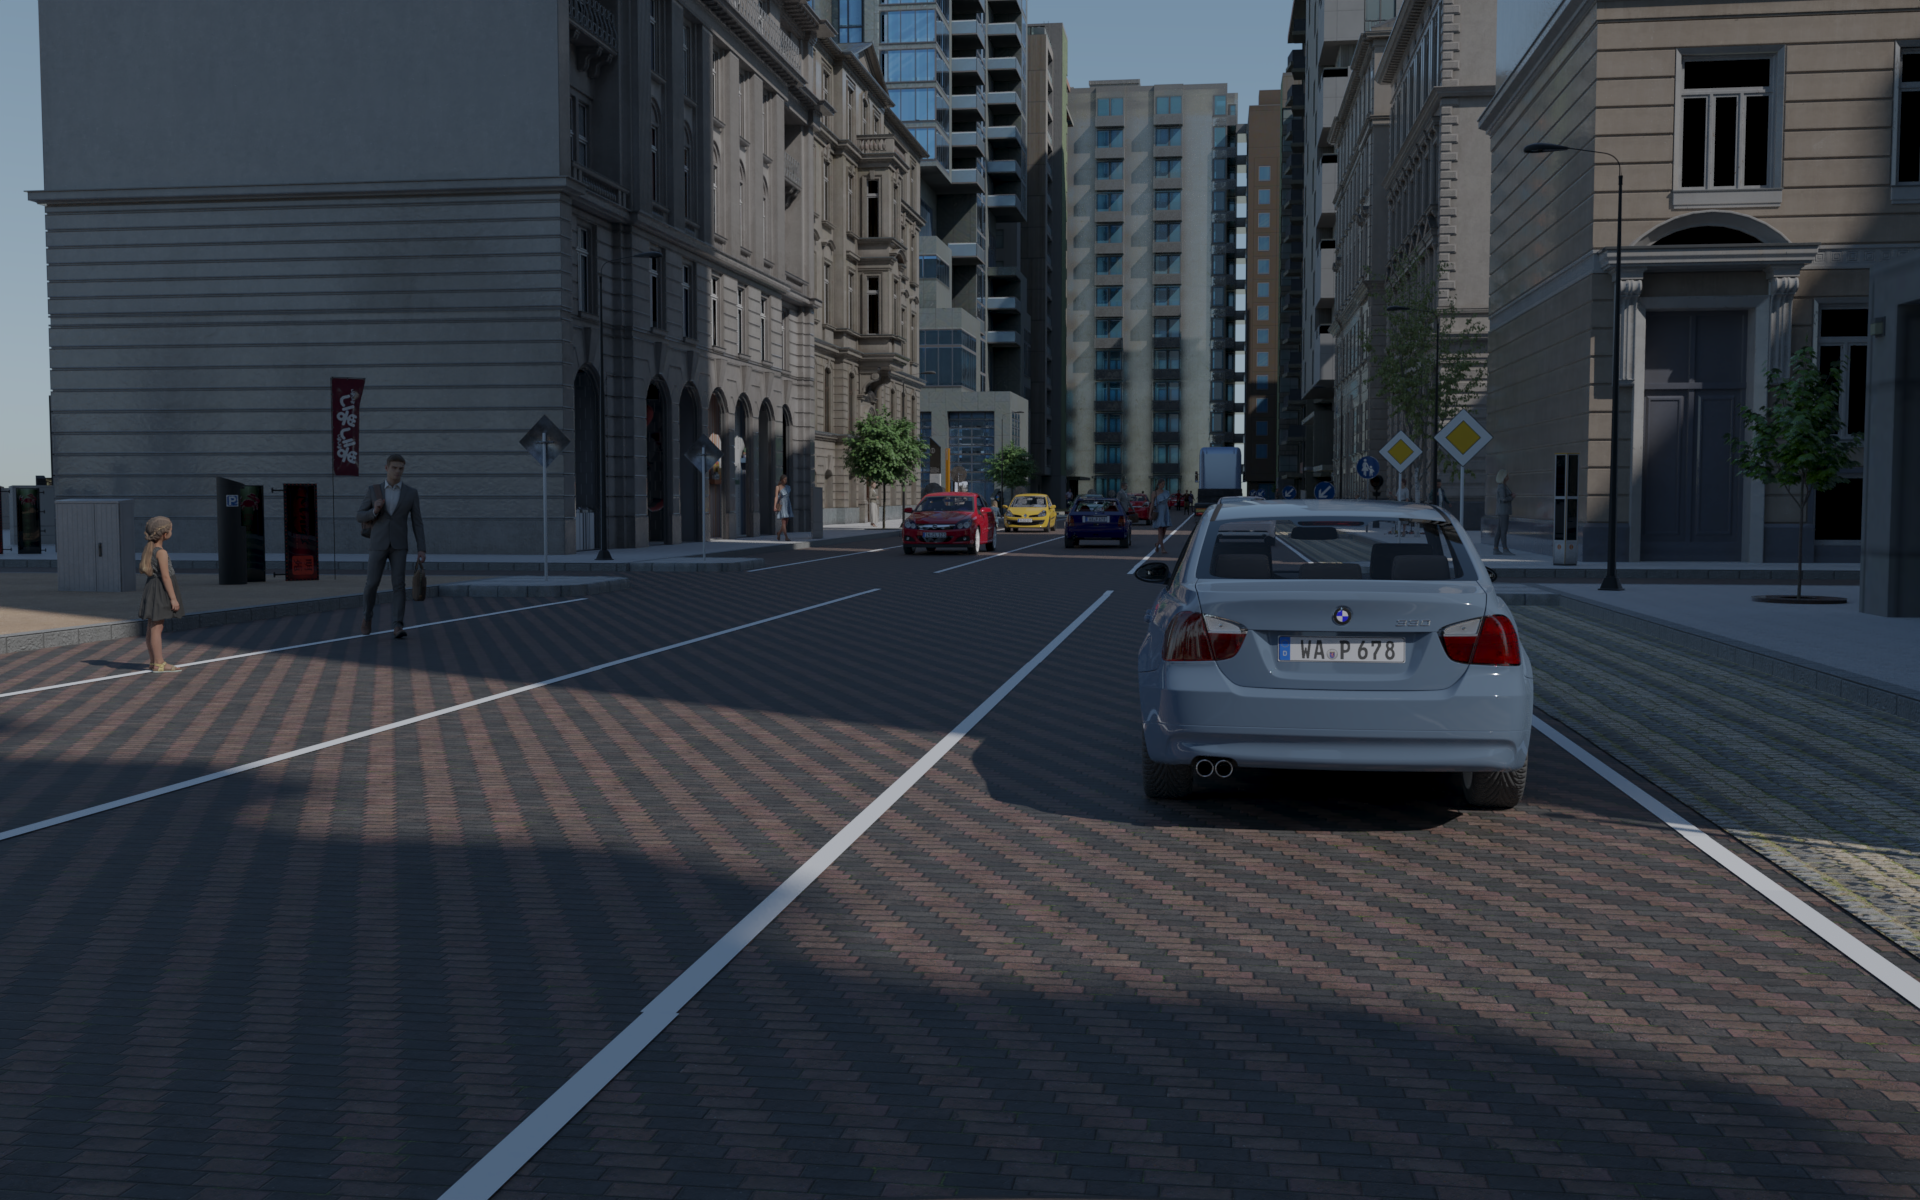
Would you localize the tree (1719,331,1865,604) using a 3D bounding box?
[{"bbox_3d":[10.131,-1.590,20.592,1.663,3.219,1.824,0,3,0],"label":"tree"}]

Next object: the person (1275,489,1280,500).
[{"bbox_3d":[27.354,-8.699,148.795,0.750,1.759,0.617,3,5,42],"label":"person"}]

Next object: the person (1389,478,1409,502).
[{"bbox_3d":[13.163,-2.769,51.881,0.524,1.755,0.480,-2,4,-35],"label":"person"}]

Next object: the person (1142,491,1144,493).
[{"bbox_3d":[17.406,-9.465,163.967,0.721,1.736,1.217,1,4,10],"label":"person"}]

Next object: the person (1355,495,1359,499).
[{"bbox_3d":[17.085,-3.895,74.400,0.373,1.253,0.362,-3,5,-41],"label":"person"}]

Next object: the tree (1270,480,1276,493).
[{"bbox_3d":[33.469,-11.425,181.405,1.663,3.219,1.824,0,3,0],"label":"tree"}]

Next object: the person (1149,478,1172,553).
[{"bbox_3d":[4.814,-2.034,41.854,0.616,1.811,0.778,-1,4,-16],"label":"person"}]

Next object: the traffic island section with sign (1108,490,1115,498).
[{"bbox_3d":[14.231,-9.359,161.649,1.989,1.847,2.006,1,4,8],"label":"traffic island section with sign"}]

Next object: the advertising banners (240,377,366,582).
[{"bbox_3d":[-9.766,-1.795,25.543,2.074,3.025,0.090,-3,4,-38],"label":"advertising banners"}]

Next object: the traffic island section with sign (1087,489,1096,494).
[{"bbox_3d":[10.305,-7.728,134.980,1.989,1.847,2.006,1,4,8],"label":"traffic island section with sign"}]

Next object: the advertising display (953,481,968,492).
[{"bbox_3d":[0.027,-4.734,82.615,0.123,1.923,0.974,3,5,43],"label":"advertising display"}]

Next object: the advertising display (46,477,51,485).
[{"bbox_3d":[-35.057,-3.787,67.130,0.974,1.923,0.123,-1,4,-8],"label":"advertising display"}]

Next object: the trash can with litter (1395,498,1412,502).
[{"bbox_3d":[14.581,-2.706,55.305,2.233,1.210,1.678,0,4,5],"label":"trash can with litter"}]

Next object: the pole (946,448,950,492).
[{"bbox_3d":[-0.546,-5.100,77.226,0.158,3.312,0.155,0,3,0],"label":"pole"}]

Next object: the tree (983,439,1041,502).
[{"bbox_3d":[3.117,-7.215,101.673,4.285,4.588,4.351,0,3,0],"label":"tree"}]

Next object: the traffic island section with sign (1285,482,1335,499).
[{"bbox_3d":[11.665,-2.908,56.166,1.989,1.847,2.006,1,4,8],"label":"traffic island section with sign"}]

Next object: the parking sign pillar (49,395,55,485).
[{"bbox_3d":[-24.537,-3.635,47.911,1.447,3.967,1.447,1,4,8],"label":"parking sign pillar"}]

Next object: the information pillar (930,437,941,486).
[{"bbox_3d":[-1.021,-4.865,70.893,0.504,3.616,0.183,2,4,28],"label":"information pillar"}]

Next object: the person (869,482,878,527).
[{"bbox_3d":[-3.369,-3.748,67.876,0.362,1.759,0.519,1,4,12],"label":"person"}]

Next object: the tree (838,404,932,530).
[{"bbox_3d":[-2.739,-4.835,62.760,4.285,4.588,4.351,0,3,0],"label":"tree"}]

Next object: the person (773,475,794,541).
[{"bbox_3d":[-4.853,-2.511,47.200,0.616,1.811,0.778,-3,4,-36],"label":"person"}]

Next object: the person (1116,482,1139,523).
[{"bbox_3d":[5.243,-2.857,55.340,0.853,1.813,0.709,2,4,31],"label":"person"}]

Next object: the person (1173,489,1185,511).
[{"bbox_3d":[18.673,-8.522,147.779,1.348,1.831,0.705,-2,4,-29],"label":"person"}]

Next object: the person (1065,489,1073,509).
[{"bbox_3d":[9.220,-8.495,145.870,0.756,1.711,0.436,-1,4,-19],"label":"person"}]

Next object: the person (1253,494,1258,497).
[{"bbox_3d":[23.218,-7.562,135.329,0.799,1.438,0.628,1,4,21],"label":"person"}]

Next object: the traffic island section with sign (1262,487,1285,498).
[{"bbox_3d":[15.600,-4.539,82.834,1.989,1.847,2.006,1,4,8],"label":"traffic island section with sign"}]

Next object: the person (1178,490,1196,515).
[{"bbox_3d":[15.573,-6.726,118.985,1.217,1.766,0.721,1,4,10],"label":"person"}]

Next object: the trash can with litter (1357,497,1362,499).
[{"bbox_3d":[15.783,-3.584,69.981,1.055,1.170,0.624,1,4,11],"label":"trash can with litter"}]

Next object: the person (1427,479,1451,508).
[{"bbox_3d":[15.675,-3.082,56.781,0.623,1.781,0.721,-3,4,-36],"label":"person"}]

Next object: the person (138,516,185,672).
[{"bbox_3d":[-6.456,-0.052,14.015,0.373,1.253,0.362,-3,4,-39],"label":"person"}]

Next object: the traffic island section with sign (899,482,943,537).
[{"bbox_3d":[-0.918,-3.059,58.643,1.989,1.847,2.006,1,4,8],"label":"traffic island section with sign"}]

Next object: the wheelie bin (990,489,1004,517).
[{"bbox_3d":[2.129,-5.544,98.545,0.693,1.594,0.980,-1,4,-22],"label":"wheelie bin"}]

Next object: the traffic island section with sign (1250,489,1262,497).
[{"bbox_3d":[26.867,-9.223,159.431,1.989,1.847,2.006,1,4,8],"label":"traffic island section with sign"}]

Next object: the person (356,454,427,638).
[{"bbox_3d":[-5.692,-0.542,17.324,0.622,1.834,0.822,-2,4,-32],"label":"person"}]

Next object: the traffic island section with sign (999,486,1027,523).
[{"bbox_3d":[2.999,-4.690,85.313,1.989,1.847,2.006,1,4,8],"label":"traffic island section with sign"}]

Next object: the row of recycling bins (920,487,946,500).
[{"bbox_3d":[-2.013,-5.547,97.807,1.069,1.692,3.534,-3,5,-41],"label":"row of recycling bins"}]

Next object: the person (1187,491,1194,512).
[{"bbox_3d":[18.321,-7.834,137.500,0.541,1.710,0.530,3,5,40],"label":"person"}]

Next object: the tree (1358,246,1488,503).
[{"bbox_3d":[13.632,-6.162,51.111,4.737,8.622,4.395,0,3,0],"label":"tree"}]

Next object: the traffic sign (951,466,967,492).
[{"bbox_3d":[-0.072,-4.773,78.146,0.768,2.556,0.104,1,4,18],"label":"traffic sign"}]

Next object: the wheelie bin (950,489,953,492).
[{"bbox_3d":[-0.611,-5.822,103.095,0.693,1.594,0.980,-1,4,-11],"label":"wheelie bin"}]

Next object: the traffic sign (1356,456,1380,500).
[{"bbox_3d":[13.666,-3.547,58.100,0.768,2.556,0.104,1,4,9],"label":"traffic sign"}]

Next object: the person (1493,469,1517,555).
[{"bbox_3d":[11.496,-1.848,36.442,0.526,1.800,0.537,2,4,33],"label":"person"}]

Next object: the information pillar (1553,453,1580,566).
[{"bbox_3d":[10.852,-1.622,31.007,0.304,2.012,0.304,-2,4,-25],"label":"information pillar"}]

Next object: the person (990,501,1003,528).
[{"bbox_3d":[1.330,-3.637,73.457,1.012,1.151,0.738,0,4,-1],"label":"person"}]

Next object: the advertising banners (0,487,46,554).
[{"bbox_3d":[-20.616,-2.484,36.801,2.074,3.025,0.090,-1,4,-15],"label":"advertising banners"}]

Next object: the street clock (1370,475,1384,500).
[{"bbox_3d":[15.765,-3.730,65.560,0.358,2.002,0.471,-3,4,-38],"label":"street clock"}]
